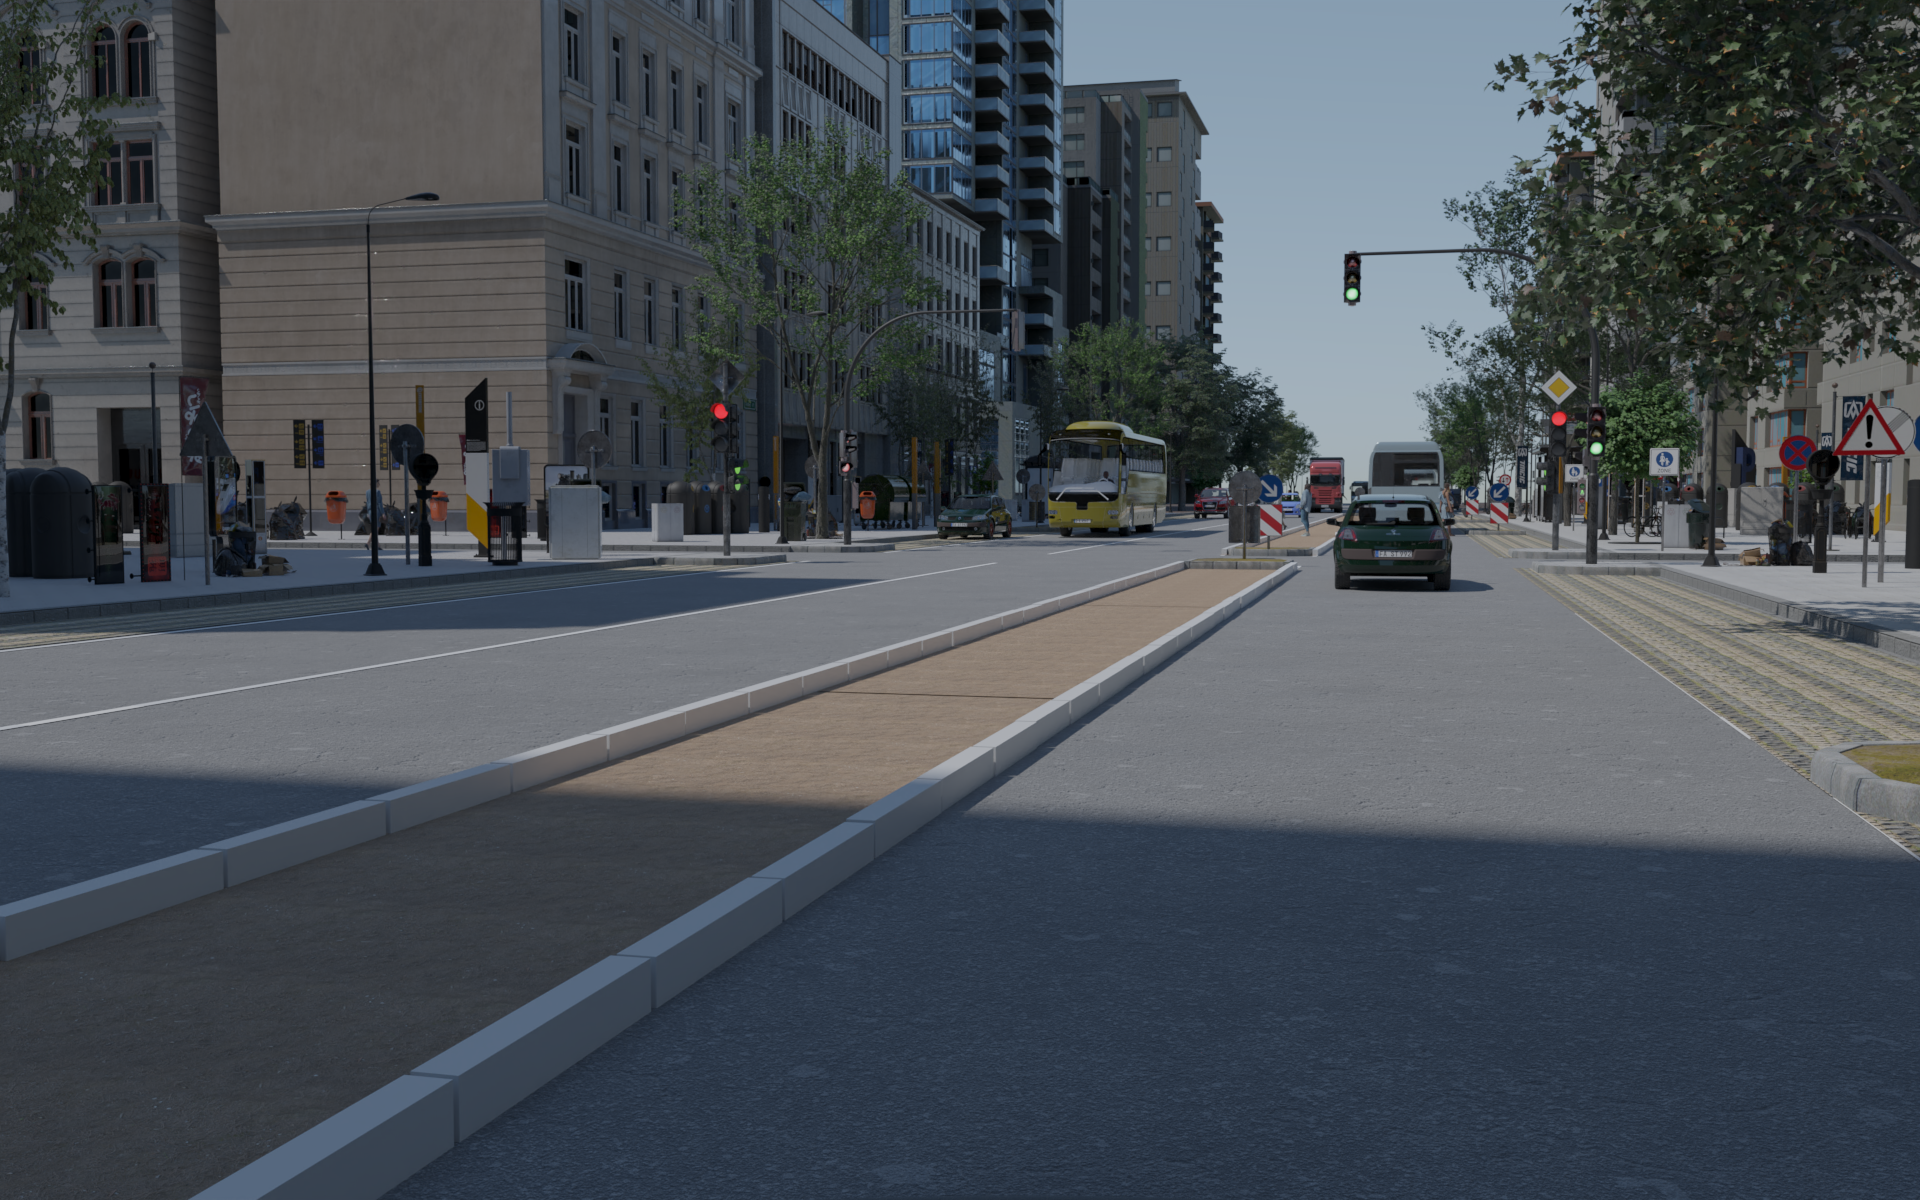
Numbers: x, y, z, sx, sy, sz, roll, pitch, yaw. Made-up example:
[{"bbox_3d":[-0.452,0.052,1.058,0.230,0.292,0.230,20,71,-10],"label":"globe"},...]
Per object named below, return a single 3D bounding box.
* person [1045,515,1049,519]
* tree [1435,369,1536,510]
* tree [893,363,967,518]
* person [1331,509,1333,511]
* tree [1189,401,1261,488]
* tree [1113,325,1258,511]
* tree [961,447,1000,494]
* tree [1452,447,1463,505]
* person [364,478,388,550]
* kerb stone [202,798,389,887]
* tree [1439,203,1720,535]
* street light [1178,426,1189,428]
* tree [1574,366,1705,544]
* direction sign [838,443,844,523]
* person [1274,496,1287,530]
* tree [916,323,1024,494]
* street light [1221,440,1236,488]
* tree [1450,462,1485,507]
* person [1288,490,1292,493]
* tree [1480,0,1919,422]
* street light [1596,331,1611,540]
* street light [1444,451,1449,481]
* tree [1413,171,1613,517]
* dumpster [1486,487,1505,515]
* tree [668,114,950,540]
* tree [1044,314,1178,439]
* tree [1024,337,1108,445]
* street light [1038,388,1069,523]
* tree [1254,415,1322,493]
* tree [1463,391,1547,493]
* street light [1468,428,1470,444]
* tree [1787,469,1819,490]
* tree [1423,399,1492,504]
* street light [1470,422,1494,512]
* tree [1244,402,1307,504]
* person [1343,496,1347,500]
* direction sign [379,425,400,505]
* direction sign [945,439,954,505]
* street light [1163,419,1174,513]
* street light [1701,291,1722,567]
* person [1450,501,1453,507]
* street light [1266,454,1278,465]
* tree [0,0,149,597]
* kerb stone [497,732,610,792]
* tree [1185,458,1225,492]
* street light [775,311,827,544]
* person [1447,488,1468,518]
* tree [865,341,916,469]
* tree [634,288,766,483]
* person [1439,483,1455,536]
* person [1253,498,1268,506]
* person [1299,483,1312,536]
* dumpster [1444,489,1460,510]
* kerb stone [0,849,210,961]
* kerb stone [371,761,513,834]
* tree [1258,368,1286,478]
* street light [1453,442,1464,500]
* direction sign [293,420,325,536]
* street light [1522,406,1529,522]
[{"bbox_3d":[3.990,-3.517,71.494,0.738,1.151,1.012,-1,4,-19],"label":"person"},{"bbox_3d":[43.645,-13.258,142.530,9.928,11.665,9.643,0,3,0],"label":"tree"},{"bbox_3d":[-1.493,-8.635,91.552,4.737,8.622,4.395,0,3,0],"label":"tree"},{"bbox_3d":[31.489,-8.416,146.042,1.348,1.831,0.705,0,4,4],"label":"person"},{"bbox_3d":[24.194,-13.774,159.612,7.601,10.594,8.767,-3,5,-43],"label":"tree"},{"bbox_3d":[16.639,-13.676,130.265,9.857,13.997,8.962,0,3,0],"label":"tree"},{"bbox_3d":[1.147,-4.614,70.034,1.663,3.219,1.824,0,3,0],"label":"tree"},{"bbox_3d":[61.562,-15.961,211.332,4.360,8.622,3.978,0,3,0],"label":"tree"},{"bbox_3d":[-14.624,-2.120,43.188,0.581,1.822,0.654,3,5,42],"label":"person"},{"bbox_3d":[-2.580,0.944,6.759,0.120,0.150,1.000,1,4,14],"label":"kerb stone"},{"bbox_3d":[20.191,-7.292,53.631,8.767,10.594,7.601,3,5,39],"label":"tree"},{"bbox_3d":[14.947,-8.918,118.352,1.470,5.913,1.316,1,4,14],"label":"street light"},{"bbox_3d":[17.545,-3.733,44.741,4.285,4.588,4.351,0,3,0],"label":"tree"},{"bbox_3d":[-5.199,-5.184,76.756,0.379,3.537,0.876,1,4,21],"label":"direction sign"},{"bbox_3d":[12.573,-3.633,68.244,0.624,1.780,0.694,2,4,28],"label":"person"},{"bbox_3d":[0.373,-7.642,75.311,4.360,8.622,3.978,0,3,0],"label":"tree"},{"bbox_3d":[23.135,-10.842,149.811,1.470,5.913,1.316,1,4,14],"label":"street light"},{"bbox_3d":[51.426,-11.706,175.098,4.285,4.588,4.351,0,3,0],"label":"tree"},{"bbox_3d":[22.460,-6.685,118.618,0.721,1.723,1.217,2,4,25],"label":"person"},{"bbox_3d":[9.509,-6.036,15.691,9.611,12.733,9.660,0,3,0],"label":"tree"},{"bbox_3d":[17.435,-4.632,48.268,1.470,5.913,1.316,1,4,14],"label":"street light"},{"bbox_3d":[52.937,-13.025,185.497,1.470,5.913,1.316,1,4,14],"label":"street light"},{"bbox_3d":[32.799,-14.860,98.843,12.611,20.169,13.585,0,3,0],"label":"tree"},{"bbox_3d":[33.418,-6.241,107.794,1.264,1.857,1.865,1,4,14],"label":"dumpster"},{"bbox_3d":[-4.049,-7.539,49.022,9.928,11.665,9.643,0,3,0],"label":"tree"},{"bbox_3d":[8.910,-10.764,101.753,9.928,11.665,9.643,0,3,0],"label":"tree"},{"bbox_3d":[4.652,-7.971,80.687,4.360,8.622,3.978,0,3,0],"label":"tree"},{"bbox_3d":[4.066,-6.319,75.859,1.470,5.913,1.316,1,4,14],"label":"street light"},{"bbox_3d":[46.032,-19.298,241.278,9.928,11.665,9.643,0,3,0],"label":"tree"},{"bbox_3d":[36.931,-10.133,116.039,4.360,8.622,3.978,0,3,0],"label":"tree"},{"bbox_3d":[36.477,-9.141,121.989,1.470,5.913,1.316,1,4,14],"label":"street light"},{"bbox_3d":[32.051,-4.316,65.163,1.663,3.219,1.824,0,3,0],"label":"tree"},{"bbox_3d":[65.121,-19.508,225.605,9.857,13.997,8.962,0,3,0],"label":"tree"},{"bbox_3d":[33.827,-8.515,111.767,1.470,5.913,1.316,1,4,14],"label":"street light"},{"bbox_3d":[37.816,-17.772,208.705,7.486,12.596,7.792,0,3,0],"label":"tree"},{"bbox_3d":[31.074,-8.165,141.937,1.348,1.831,0.705,0,4,4],"label":"person"},{"bbox_3d":[-18.656,-3.958,56.708,0.876,3.537,0.379,2,4,28],"label":"direction sign"},{"bbox_3d":[-0.437,-4.848,71.263,0.379,3.537,0.876,-1,4,-22],"label":"direction sign"},{"bbox_3d":[12.355,-8.273,107.800,1.470,5.913,1.316,1,4,14],"label":"street light"},{"bbox_3d":[12.766,-3.551,30.596,1.470,5.913,1.316,1,4,14],"label":"street light"},{"bbox_3d":[26.484,-4.919,93.601,0.352,1.250,0.332,1,4,17],"label":"person"},{"bbox_3d":[35.732,-13.841,198.842,1.470,5.913,1.316,1,4,14],"label":"street light"},{"bbox_3d":[-12.155,-4.344,21.387,4.737,8.622,4.395,0,3,0],"label":"tree"},{"bbox_3d":[-2.063,0.822,8.750,0.120,0.150,1.000,1,4,14],"label":"kerb stone"},{"bbox_3d":[20.896,-10.027,147.647,4.285,4.588,4.351,0,3,0],"label":"tree"},{"bbox_3d":[-4.052,-4.386,44.250,1.470,5.913,1.316,1,4,14],"label":"street light"},{"bbox_3d":[29.793,-5.836,104.134,1.509,1.804,0.699,1,4,9],"label":"person"},{"bbox_3d":[-2.521,-8.018,81.459,4.360,8.622,3.978,0,3,0],"label":"tree"},{"bbox_3d":[-8.905,-6.750,60.728,4.737,8.622,4.395,0,3,0],"label":"tree"},{"bbox_3d":[16.378,-3.048,58.429,0.778,1.811,0.616,0,4,-7],"label":"person"},{"bbox_3d":[12.809,-3.969,73.746,0.623,1.781,0.721,-2,4,-25],"label":"person"},{"bbox_3d":[11.714,-3.046,58.566,0.793,1.790,0.793,0,4,0],"label":"person"},{"bbox_3d":[39.061,-7.970,138.532,1.865,1.857,1.264,1,4,16],"label":"dumpster"},{"bbox_3d":[-2.836,1.007,5.769,0.120,0.150,1.000,1,4,14],"label":"kerb stone"},{"bbox_3d":[-2.318,0.883,7.752,0.120,0.150,1.000,1,4,14],"label":"kerb stone"},{"bbox_3d":[28.088,-16.373,174.359,9.857,13.997,8.962,0,3,0],"label":"tree"},{"bbox_3d":[44.735,-11.069,153.517,1.470,5.913,1.316,1,4,14],"label":"street light"},{"bbox_3d":[-19.850,-3.723,52.864,0.876,3.537,0.379,-1,4,-14],"label":"direction sign"},{"bbox_3d":[25.612,-6.565,79.883,1.470,5.913,1.316,1,4,14],"label":"street light"}]
